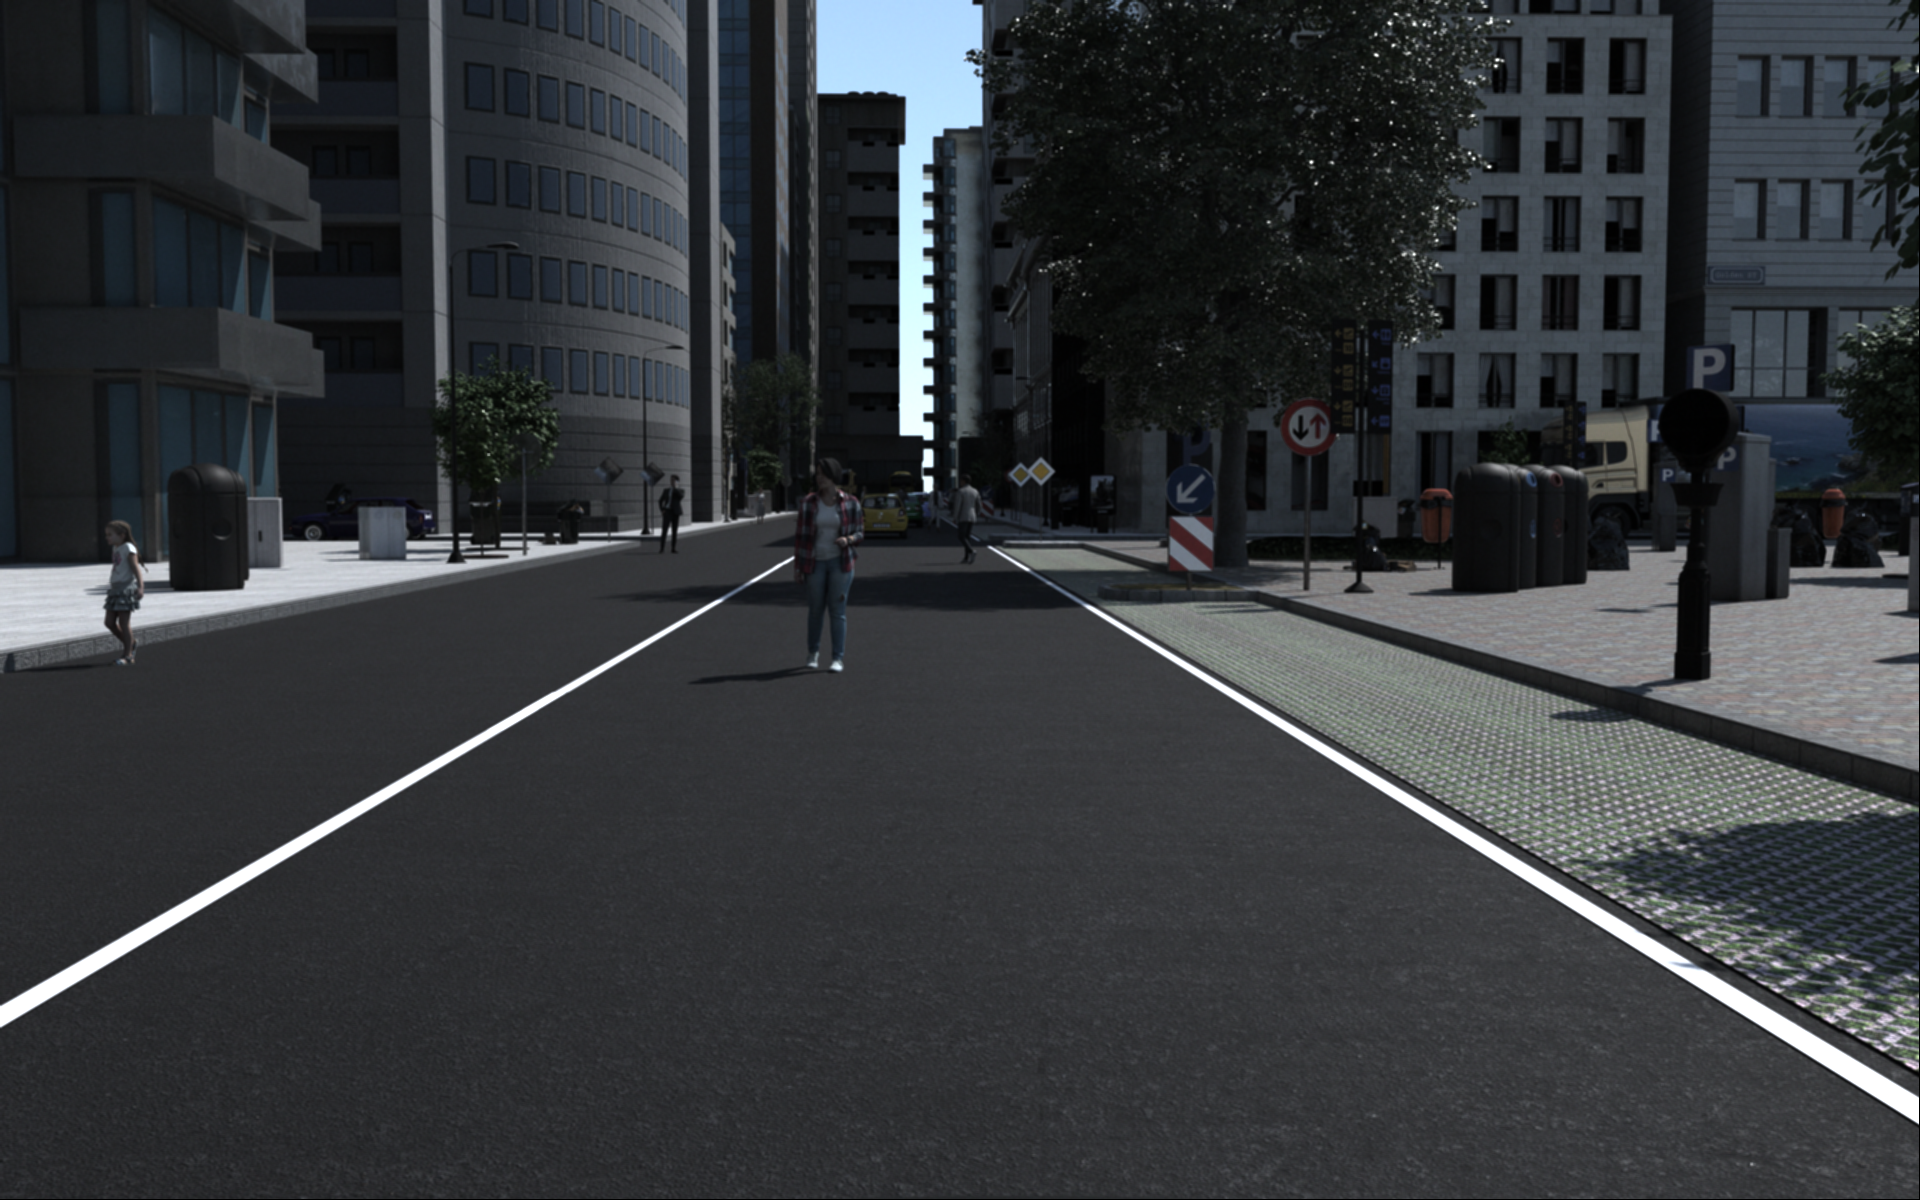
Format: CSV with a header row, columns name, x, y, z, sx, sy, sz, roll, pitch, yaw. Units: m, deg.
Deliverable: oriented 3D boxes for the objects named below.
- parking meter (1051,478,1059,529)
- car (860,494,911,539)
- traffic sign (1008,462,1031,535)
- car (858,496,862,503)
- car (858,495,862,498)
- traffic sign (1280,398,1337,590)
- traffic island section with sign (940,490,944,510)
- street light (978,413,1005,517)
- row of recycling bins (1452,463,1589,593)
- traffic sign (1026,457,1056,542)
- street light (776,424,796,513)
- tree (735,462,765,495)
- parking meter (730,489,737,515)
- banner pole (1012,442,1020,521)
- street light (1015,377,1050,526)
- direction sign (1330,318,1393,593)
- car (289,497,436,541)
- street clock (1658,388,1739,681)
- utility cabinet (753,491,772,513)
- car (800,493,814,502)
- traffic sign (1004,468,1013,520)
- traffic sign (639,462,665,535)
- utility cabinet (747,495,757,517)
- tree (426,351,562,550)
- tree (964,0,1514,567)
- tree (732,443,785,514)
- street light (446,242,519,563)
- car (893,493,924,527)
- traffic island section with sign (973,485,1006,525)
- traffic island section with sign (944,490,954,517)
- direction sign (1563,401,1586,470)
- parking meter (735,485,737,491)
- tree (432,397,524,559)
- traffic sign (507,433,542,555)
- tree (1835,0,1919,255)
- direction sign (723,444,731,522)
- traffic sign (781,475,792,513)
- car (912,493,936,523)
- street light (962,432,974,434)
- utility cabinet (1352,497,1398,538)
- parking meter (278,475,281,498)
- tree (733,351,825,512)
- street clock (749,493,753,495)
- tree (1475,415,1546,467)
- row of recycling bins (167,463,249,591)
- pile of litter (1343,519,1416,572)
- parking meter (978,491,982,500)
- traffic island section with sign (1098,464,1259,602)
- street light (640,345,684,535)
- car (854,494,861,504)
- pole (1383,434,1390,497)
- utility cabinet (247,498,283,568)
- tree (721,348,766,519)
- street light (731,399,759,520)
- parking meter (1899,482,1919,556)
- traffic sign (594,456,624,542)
name,x,y,z,sx,sy,sz,roll,pitch,yaw
parking meter,3.448,-3.495,62.855,0.255,1.863,0.399,1,4,12
car,-2.601,-2.860,56.978,2.015,1.641,3.980,0,4,-3
traffic sign,1.900,-3.101,54.346,0.795,2.450,0.064,0,4,-2
car,-9.702,-10.498,181.873,2.015,1.641,3.980,0,4,-3
car,-11.314,-11.511,200.776,1.945,1.354,3.894,0,4,0
traffic sign,4.624,-1.402,23.032,0.768,2.556,0.104,0,4,0
traffic island section with sign,-2.299,-10.676,183.178,1.989,1.847,2.006,0,4,-2
street light,1.896,-7.734,98.993,1.470,5.913,1.316,0,4,-2
row of recycling bins,7.729,-1.028,23.915,1.069,1.692,3.534,3,4,38
traffic sign,2.162,-2.613,46.365,0.795,2.450,0.064,0,4,-2
street light,-11.547,-8.704,114.853,1.470,5.913,1.316,0,4,-2
tree,-12.344,-6.578,102.153,1.663,3.219,1.824,0,3,0
parking meter,-12.529,-5.340,95.719,0.372,1.533,0.369,0,3,0
banner pole,2.633,-5.724,83.612,0.401,3.779,0.863,1,4,18
street light,2.870,-5.878,68.651,1.470,5.913,1.316,0,4,-2
direction sign,5.208,-1.866,22.510,0.876,3.537,0.379,-1,4,-16
car,-17.484,-2.334,50.748,3.894,1.354,1.945,0,4,-3
street clock,5.089,-0.453,11.979,0.471,2.002,0.358,3,5,40
utility cabinet,-13.091,-6.490,114.796,1.173,1.500,0.318,-2,4,-26
car,-7.658,-5.228,94.522,2.155,1.783,4.494,0,4,-4
traffic sign,2.570,-5.229,85.597,0.768,2.556,0.104,0,4,-2
traffic sign,-9.589,-3.079,53.990,0.795,2.450,0.064,0,4,-2
utility cabinet,-12.056,-5.351,98.647,1.020,1.237,0.306,-3,5,-41
tree,-10.689,-3.444,40.016,4.285,4.588,4.351,0,3,0
tree,4.796,-7.573,30.481,9.857,13.997,8.962,0,3,0
tree,-12.916,-7.789,111.070,4.285,4.588,4.351,0,3,0
street light,-8.840,-3.642,32.090,1.470,5.913,1.316,0,4,-2
car,-2.520,-4.091,75.680,1.959,1.807,4.718,0,4,-2
traffic island section with sign,1.092,-4.357,79.869,1.989,1.847,2.006,0,4,-2
traffic island section with sign,0.201,-6.020,107.062,1.989,1.847,2.006,0,4,-2
direction sign,14.990,-3.076,42.294,0.876,3.537,0.379,-3,4,-36
parking meter,-13.728,-6.160,106.421,0.399,1.863,0.255,1,4,13
tree,-9.727,-2.450,34.665,1.663,3.219,1.824,0,3,0
traffic sign,-9.120,-2.209,36.227,0.768,2.556,0.104,0,3,0
tree,5.666,-1.456,7.518,4.285,4.588,4.351,0,3,0
direction sign,-10.603,-5.305,78.732,0.379,3.537,0.876,0,4,3
traffic sign,-11.772,-7.185,117.576,0.768,2.556,0.104,0,4,-1
car,-2.007,-4.687,86.216,1.945,1.707,3.694,0,4,-2
street light,0.846,-9.590,129.332,1.470,5.913,1.316,0,4,-2
utility cabinet,9.637,-1.778,40.225,1.020,1.237,0.306,1,4,14
parking meter,-17.712,-2.380,44.629,0.399,1.863,0.255,-1,4,-12
tree,-13.300,-12.164,124.642,9.928,11.665,9.643,0,3,0
street clock,-13.893,-6.780,115.420,0.471,2.002,0.358,-1,4,-17
tree,13.385,-2.893,41.895,1.663,3.219,1.824,0,3,0
row of recycling bins,-10.599,-1.059,24.431,1.069,1.692,3.534,-1,4,-21
pile of litter,7.085,-0.931,29.195,1.176,0.858,1.719,0,4,6
parking meter,1.399,-7.108,124.618,0.372,1.533,0.369,0,3,0
traffic island section with sign,2.935,-0.928,23.807,1.989,1.847,2.006,0,4,-2
street light,-9.313,-4.993,54.179,1.470,5.913,1.316,0,4,-2
car,-12.186,-11.426,196.604,2.009,1.686,4.222,0,4,-2
pole,13.624,-3.765,55.398,0.158,3.312,0.155,0,3,0
utility cabinet,-12.331,-1.157,30.086,1.020,1.237,0.306,-1,4,-10
tree,-11.874,-8.396,87.629,4.360,8.622,3.978,0,3,0
street light,-10.487,-6.849,84.514,1.470,5.913,1.316,0,4,-2
parking meter,19.832,-1.697,36.161,0.372,1.533,0.369,0,3,0
traffic sign,-9.326,-2.591,46.009,0.795,2.450,0.064,0,4,-2
